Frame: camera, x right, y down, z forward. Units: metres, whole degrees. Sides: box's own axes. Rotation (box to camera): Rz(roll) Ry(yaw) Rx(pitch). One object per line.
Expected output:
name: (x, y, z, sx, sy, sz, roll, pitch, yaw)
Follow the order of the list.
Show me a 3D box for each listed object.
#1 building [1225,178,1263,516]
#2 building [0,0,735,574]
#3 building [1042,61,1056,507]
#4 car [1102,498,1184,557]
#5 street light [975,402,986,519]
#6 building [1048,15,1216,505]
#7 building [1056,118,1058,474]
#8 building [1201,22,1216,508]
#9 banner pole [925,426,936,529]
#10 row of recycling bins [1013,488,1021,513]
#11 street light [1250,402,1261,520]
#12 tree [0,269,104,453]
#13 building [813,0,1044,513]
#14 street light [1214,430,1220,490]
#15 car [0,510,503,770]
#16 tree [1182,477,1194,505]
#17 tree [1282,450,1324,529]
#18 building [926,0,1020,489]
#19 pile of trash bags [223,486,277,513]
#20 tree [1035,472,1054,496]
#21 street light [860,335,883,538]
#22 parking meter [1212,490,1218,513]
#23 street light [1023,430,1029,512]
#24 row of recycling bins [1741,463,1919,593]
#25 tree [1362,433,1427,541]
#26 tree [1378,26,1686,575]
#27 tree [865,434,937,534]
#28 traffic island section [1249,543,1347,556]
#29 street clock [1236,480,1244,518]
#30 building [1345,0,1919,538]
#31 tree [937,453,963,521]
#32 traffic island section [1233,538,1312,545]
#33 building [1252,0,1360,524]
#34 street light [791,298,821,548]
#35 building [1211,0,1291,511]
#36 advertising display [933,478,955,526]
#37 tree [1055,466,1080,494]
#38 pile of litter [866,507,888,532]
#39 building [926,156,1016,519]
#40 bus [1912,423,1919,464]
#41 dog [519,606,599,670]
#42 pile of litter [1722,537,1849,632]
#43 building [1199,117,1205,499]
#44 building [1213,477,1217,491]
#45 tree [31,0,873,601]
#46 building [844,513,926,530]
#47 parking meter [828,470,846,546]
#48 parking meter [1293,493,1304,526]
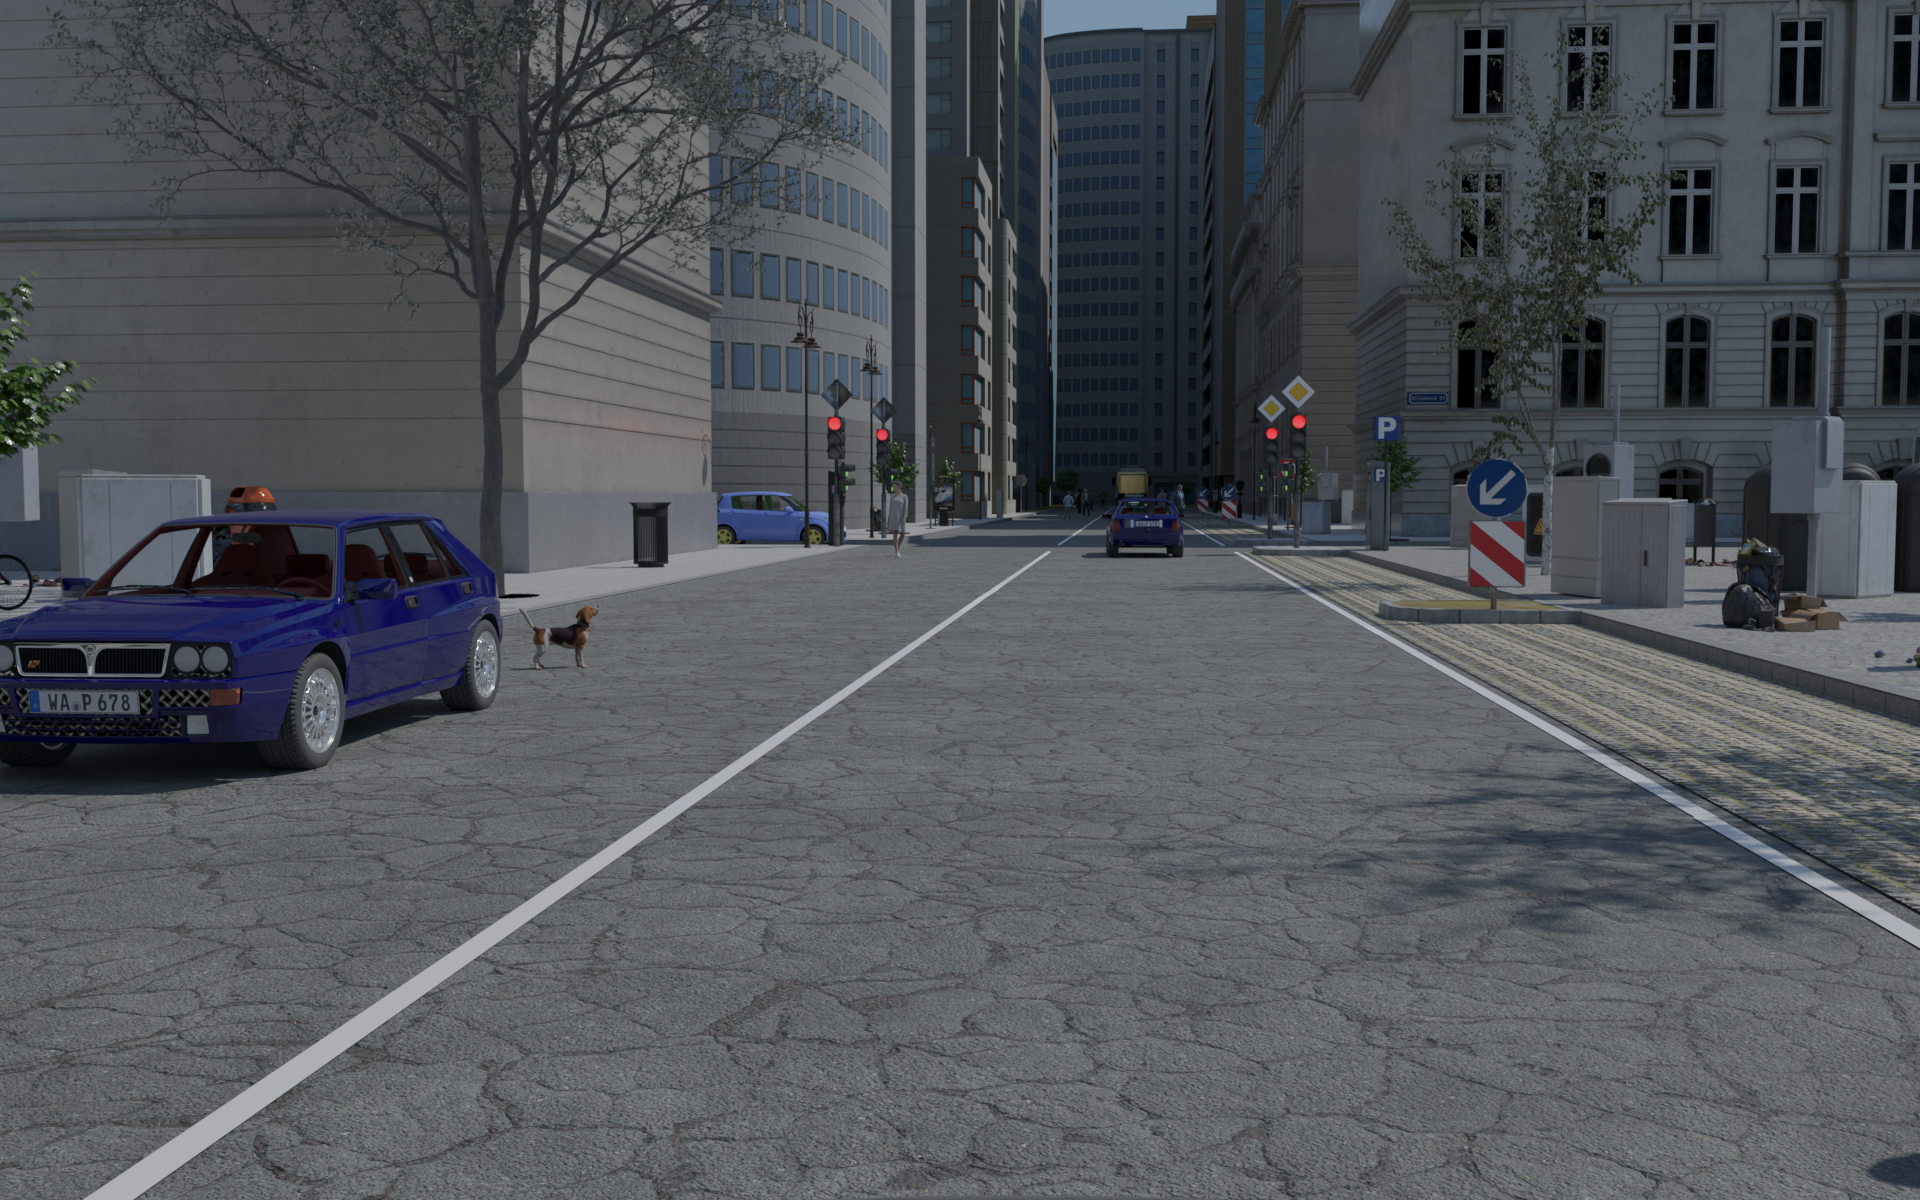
building: (24.259, -16.454, 110.824, 13.314, 21.916, 24.055, 0, 4, 6)
building: (-17.367, -15.124, 34.672, 23.554, 28.519, 14.401, 0, 4, 6)
building: (1.737, -32.057, 174.250, 14.600, 45.320, 14.200, 0, 4, 6)
car: (4.293, -1.710, 40.535, 1.945, 1.354, 3.894, 0, 4, 4)
street light: (1.019, -7.005, 87.324, 0.468, 5.910, 1.993, 0, 4, 6)
building: (20.979, -41.353, 218.112, 28.212, 58.520, 21.231, 0, 4, 6)
building: (3.354, -33.141, 191.969, 14.200, 45.320, 14.600, 0, 4, 6)
building: (35.232, -33.494, 171.323, 21.300, 48.544, 21.600, 0, 4, 6)
banner pole: (-1.018, -4.491, 63.440, 0.401, 3.779, 0.863, -1, 4, -17)
row of recycling bins: (2.463, -6.905, 120.002, 3.534, 1.692, 1.069, 0, 4, 3)
street light: (14.550, -6.896, 85.544, 0.468, 5.910, 1.993, 0, 4, 6)
tree: (-7.469, -1.105, 12.670, 1.663, 3.219, 1.824, 0, 3, 0)
building: (-3.856, -37.375, 153.076, 21.231, 58.520, 28.212, 0, 4, 6)
street light: (18.086, -9.150, 122.396, 0.468, 5.910, 1.993, 0, 4, 6)
car: (-4.091, 0.141, 10.282, 1.945, 1.354, 3.894, 0, 4, 4)
tree: (25.674, -12.350, 196.525, 1.663, 3.219, 1.824, 0, 3, 0)
tree: (12.809, -4.296, 64.843, 1.663, 3.219, 1.824, 0, 3, 0)
building: (-2.946, -27.444, 132.299, 14.154, 41.232, 14.086, 0, 4, 6)
pile of trash bags: (-9.096, -0.667, 20.657, 3.447, 1.369, 1.912, 3, 5, 41)
tree: (7.201, -9.347, 147.427, 1.663, 3.219, 1.824, 0, 3, 0)
street light: (-2.577, -4.751, 50.474, 0.468, 5.910, 1.993, 0, 4, 6)
parking meter: (17.123, -6.591, 116.169, 0.372, 1.533, 0.369, 0, 3, 0)
street light: (4.773, -9.269, 124.337, 0.468, 5.910, 1.993, 0, 4, 6)
row of recycling bins: (12.295, -0.970, 22.978, 3.534, 1.692, 1.069, 0, 4, 7)
tree: (12.008, -3.247, 47.684, 1.663, 3.219, 1.824, 0, 3, 0)
tree: (9.095, -4.705, 27.294, 4.360, 8.622, 3.978, 0, 3, 0)
tree: (-1.992, -3.725, 55.501, 1.663, 3.219, 1.824, 0, 3, 0)
traffic island section: (8.015, -1.154, 41.144, 2.009, 0.180, 2.903, 0, 4, 6)
street clock: (14.880, -5.353, 92.094, 0.471, 2.002, 0.358, -3, 5, -41)
building: (30.547, -14.395, 54.441, 34.723, 24.649, 14.460, 0, 4, 6)
tree: (-0.650, -5.331, 81.771, 1.663, 3.219, 1.824, 0, 3, 0)
traffic island section: (8.809, -1.640, 49.090, 2.009, 0.180, 2.903, 0, 4, 6)
building: (21.605, -17.676, 86.267, 12.463, 27.353, 25.104, 0, 4, 6)
street light: (-3.641, -4.177, 41.085, 0.468, 5.910, 1.993, 0, 4, 6)
building: (26.854, -29.546, 133.184, 14.600, 45.320, 14.200, 0, 4, 6)
advertising display: (-0.633, -3.899, 68.956, 0.974, 1.923, 0.123, 2, 4, 35)
tree: (12.510, -13.362, 202.174, 4.285, 4.588, 4.351, 0, 3, 0)
pile of litter: (-2.632, -2.791, 59.592, 1.176, 0.858, 1.719, -1, 4, -9)
building: (-11.371, -15.881, 104.691, 27.650, 21.520, 28.899, 0, 4, 6)
bus: (31.018, -2.928, 42.733, 13.247, 3.499, 2.948, 0, 4, 7)
dog: (-3.291, 0.307, 14.265, 0.406, 0.507, 0.540, 2, 4, 27)
pile of litter: (8.033, -0.174, 16.809, 1.719, 0.858, 1.176, -3, 4, -38)
building: (33.438, -30.978, 190.081, 14.154, 41.232, 14.086, 0, 4, 6)
building: (32.916, -43.492, 149.344, 20.563, 71.187, 20.611, 0, 4, 6)
tree: (-5.656, -6.769, 21.043, 12.009, 13.543, 11.850, 0, 3, 0)
building: (-13.397, -32.045, 65.927, 21.231, 58.520, 28.212, 0, 4, 6)
parking meter: (-3.052, -2.275, 42.911, 0.399, 1.863, 0.255, 1, 4, 9)
parking meter: (13.393, -3.848, 68.618, 0.399, 1.863, 0.255, 2, 4, 23)
